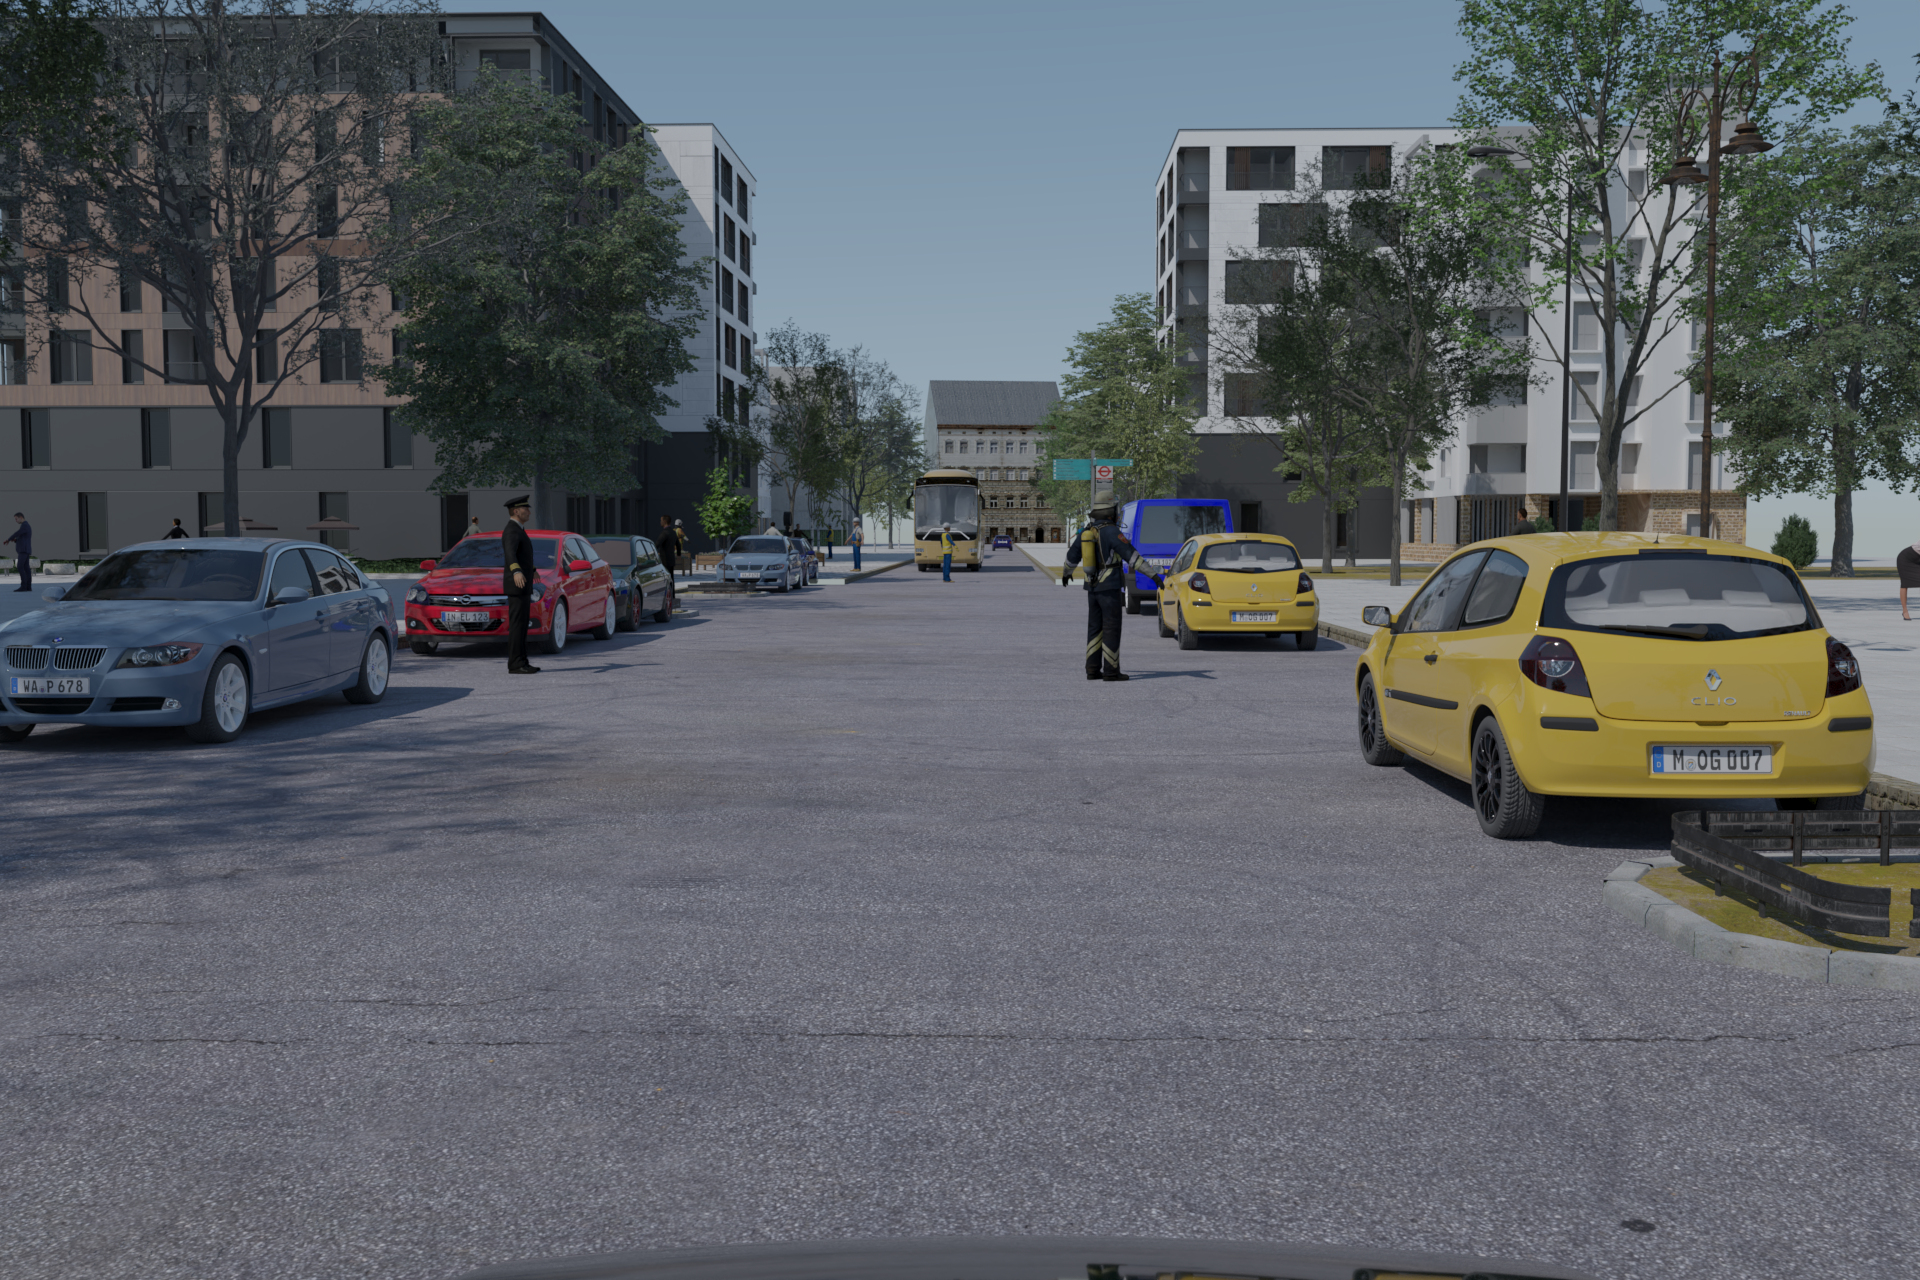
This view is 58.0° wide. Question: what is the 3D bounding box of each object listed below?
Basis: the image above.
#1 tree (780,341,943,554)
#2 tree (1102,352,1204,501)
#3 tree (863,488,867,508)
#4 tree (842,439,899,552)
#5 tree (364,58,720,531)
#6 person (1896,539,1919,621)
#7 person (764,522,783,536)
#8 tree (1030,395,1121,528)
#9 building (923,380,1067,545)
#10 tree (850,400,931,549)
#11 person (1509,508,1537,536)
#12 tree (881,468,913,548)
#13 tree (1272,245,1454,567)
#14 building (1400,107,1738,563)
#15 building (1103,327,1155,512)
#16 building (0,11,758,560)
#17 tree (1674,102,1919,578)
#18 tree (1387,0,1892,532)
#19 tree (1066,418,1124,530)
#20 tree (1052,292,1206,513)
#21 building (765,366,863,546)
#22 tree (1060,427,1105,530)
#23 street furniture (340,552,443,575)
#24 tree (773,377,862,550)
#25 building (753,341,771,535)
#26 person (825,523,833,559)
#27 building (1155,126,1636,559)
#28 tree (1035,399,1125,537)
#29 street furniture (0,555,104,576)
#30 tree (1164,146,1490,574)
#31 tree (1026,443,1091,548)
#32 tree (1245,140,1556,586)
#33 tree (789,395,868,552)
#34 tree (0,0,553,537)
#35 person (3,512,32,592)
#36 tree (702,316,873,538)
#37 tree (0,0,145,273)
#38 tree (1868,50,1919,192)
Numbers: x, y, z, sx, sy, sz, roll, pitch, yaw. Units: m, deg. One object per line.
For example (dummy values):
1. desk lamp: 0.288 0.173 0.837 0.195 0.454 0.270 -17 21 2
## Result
1. tree: -6.680 -12.297 111.428 12.009 13.543 11.850 0 3 0
2. tree: 7.684 -7.379 71.010 4.737 8.622 4.395 0 3 0
3. tree: -15.715 -19.713 240.428 7.486 12.596 7.792 0 3 0
4. tree: -6.243 -10.635 124.239 4.737 8.622 4.395 0 3 0
5. tree: -11.373 -8.577 46.897 9.857 13.997 8.962 0 3 0
6. person: 14.211 -0.994 25.483 0.799 1.438 0.628 3 4 36
7. person: -8.030 -4.184 74.589 1.347 1.806 0.705 1 4 22
8. tree: 9.044 -12.443 129.191 9.928 11.665 9.643 0 3 0
9. building: 4.692 -25.263 246.434 18.063 23.208 19.493 0 4 -7
10. tree: -6.017 -13.928 145.857 7.486 12.596 7.792 0 3 0
11. person: 11.633 -1.826 35.918 1.348 1.821 0.705 -2 4 -34
12. tree: -5.452 -12.460 154.089 4.360 8.622 3.978 0 3 0
13. tree: 15.527 -9.104 66.971 7.486 12.596 7.792 0 3 0
14. building: 26.531 -13.877 83.315 16.016 20.090 11.380 0 4 2
15. building: 29.130 -20.963 186.720 27.936 21.610 32.646 0 4 1
16. building: -26.277 -14.731 84.824 27.936 21.610 32.646 0 4 2
17. tree: 26.011 -8.821 50.877 9.857 13.997 8.962 0 3 0
18. tree: 10.405 -6.216 27.385 9.928 11.665 9.643 0 3 0
19. tree: 8.432 -9.591 107.174 4.737 8.622 4.395 0 3 0
20. tree: 7.887 -9.995 81.552 7.486 12.596 7.792 0 3 0
21. building: -20.666 -20.314 198.597 16.747 18.905 31.486 0 4 1
22. tree: 8.975 -10.319 119.074 4.737 8.622 4.395 0 3 0
23. street furniture: -18.116 -2.624 58.526 5.734 0.657 10.072 -2 4 -32
24. tree: -6.752 -8.034 81.723 4.737 8.622 4.395 0 3 0
25. building: -24.973 -18.968 166.544 16.016 20.090 11.380 0 4 2
26. person: -6.725 -5.088 89.151 0.705 1.833 1.349 0 4 7
27. building: 25.424 -15.878 103.577 27.936 21.610 32.646 0 4 2
28. tree: 10.035 -13.805 143.845 7.486 12.596 7.792 0 3 0
29. street furniture: -28.748 -2.521 56.838 5.734 0.657 10.072 3 4 35
30. tree: 11.836 -8.906 55.978 12.009 13.543 11.850 0 3 0
31. tree: 9.597 -13.454 154.385 8.767 10.594 7.601 1 4 22
32. tree: 10.471 -6.590 42.155 7.601 10.594 8.767 -3 5 -44
33. tree: -7.059 -8.398 87.676 4.737 8.622 4.395 0 3 0
34. tree: -11.930 -7.202 28.123 12.009 13.543 11.850 0 3 0
35. person: -20.986 -1.963 38.584 0.568 1.767 0.683 -2 4 -26
36. tree: -7.512 -8.613 75.233 8.767 10.594 7.601 1 4 15
37. tree: -11.783 -4.976 15.773 8.767 10.594 7.601 -1 4 -13
38. tree: 9.429 -4.662 10.641 8.767 10.594 7.601 -1 4 -14
